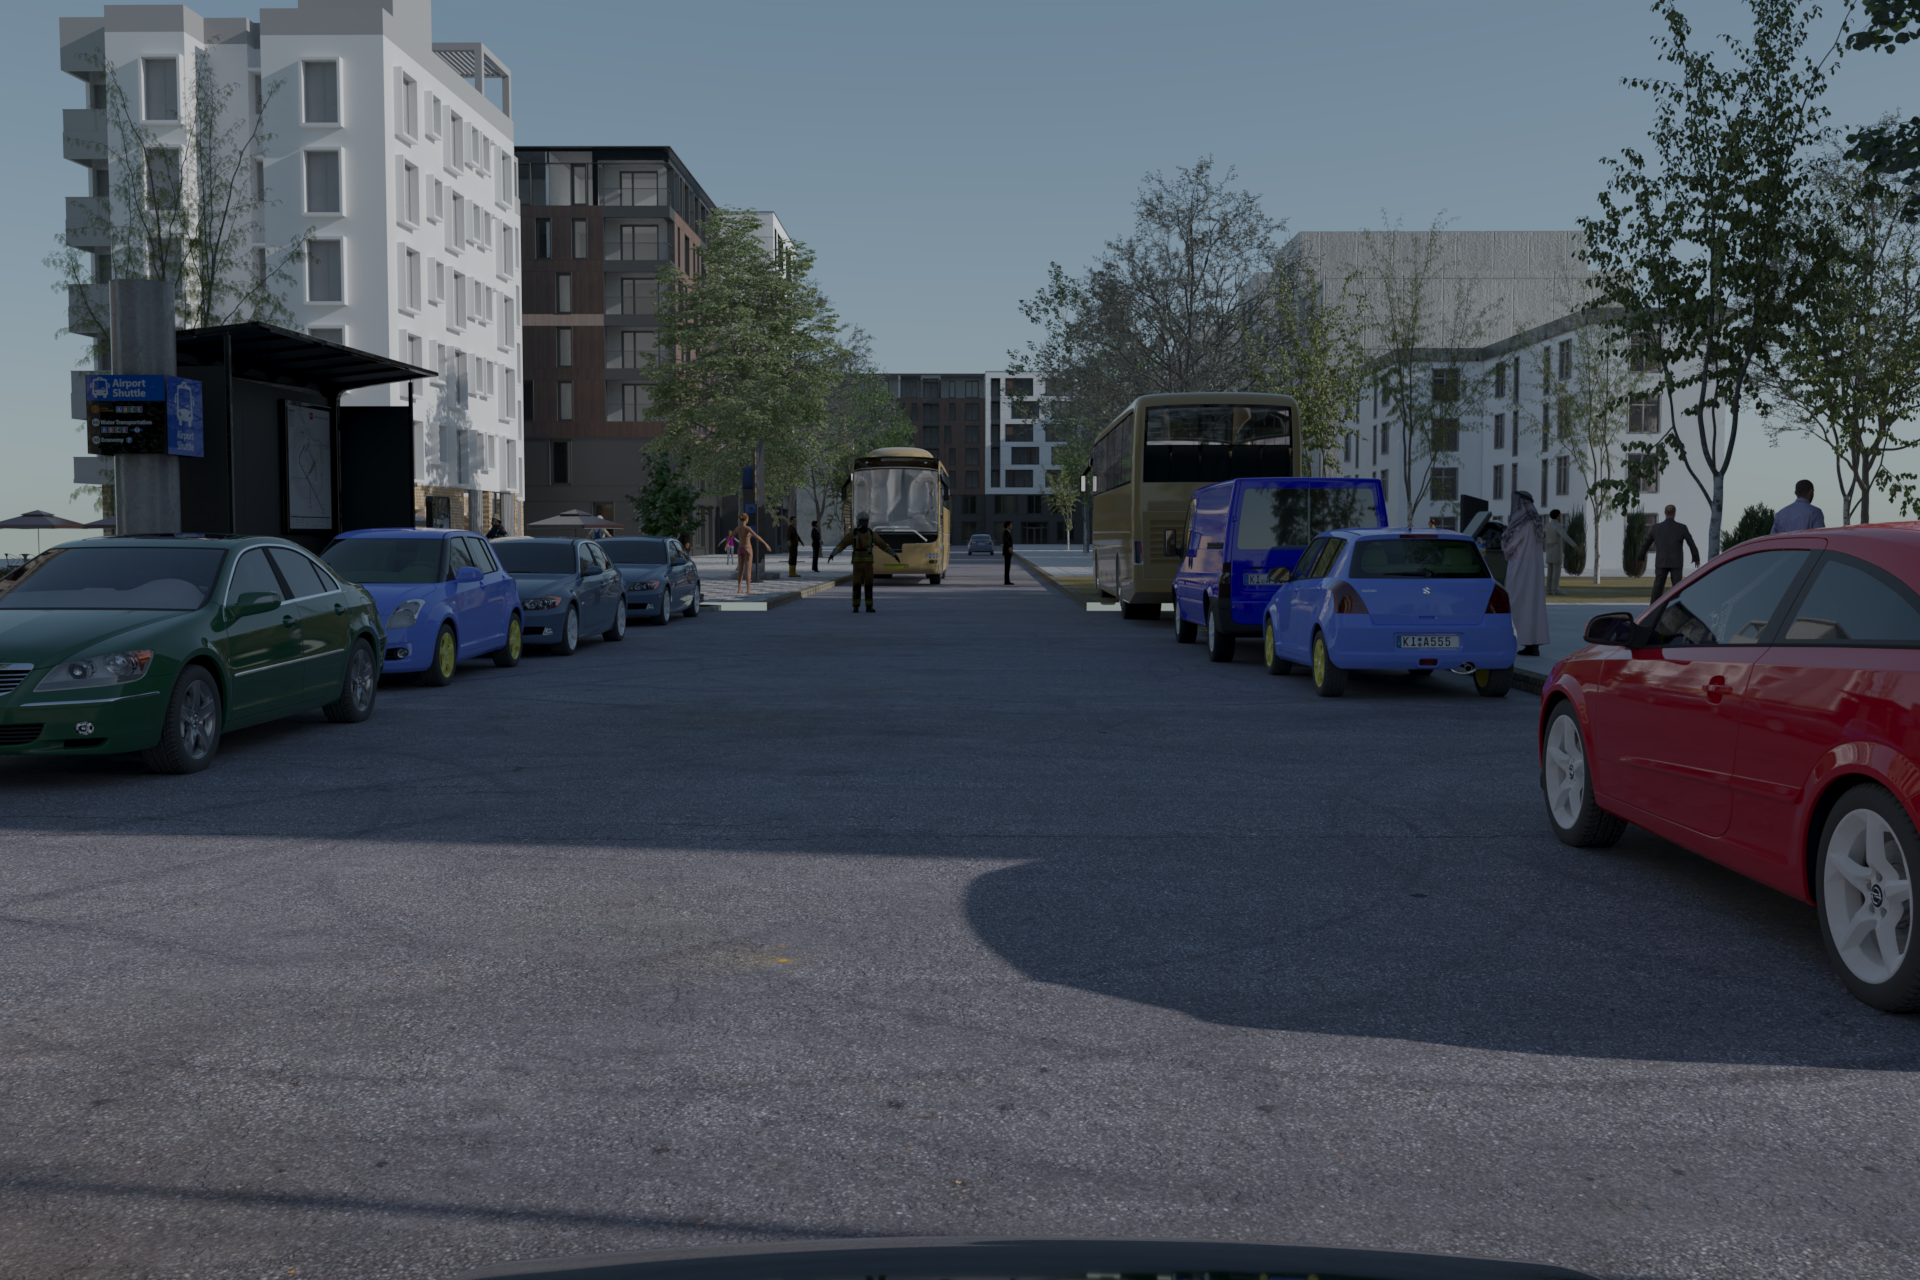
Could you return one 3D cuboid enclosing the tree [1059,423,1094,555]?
[{"bbox_3d":[7.740,-9.460,105.028,4.737,8.622,4.395,0,3,0],"label":"tree"}]

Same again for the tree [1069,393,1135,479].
[{"bbox_3d":[7.505,-8.193,84.320,4.360,8.622,3.978,0,3,0],"label":"tree"}]

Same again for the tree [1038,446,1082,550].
[{"bbox_3d":[8.467,-11.525,138.790,4.737,8.622,4.395,0,3,0],"label":"tree"}]

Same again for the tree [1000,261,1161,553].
[{"bbox_3d":[8.551,-16.125,119.534,12.611,20.169,13.585,0,3,0],"label":"tree"}]

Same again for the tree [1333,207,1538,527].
[{"bbox_3d":[10.167,-5.461,39.656,4.360,8.622,3.978,0,3,0],"label":"tree"}]

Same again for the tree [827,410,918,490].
[{"bbox_3d":[-6.509,-12.735,133.972,9.928,11.665,9.643,0,3,0],"label":"tree"}]

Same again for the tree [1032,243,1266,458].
[{"bbox_3d":[8.207,-9.928,72.699,12.009,13.543,11.850,0,3,0],"label":"tree"}]

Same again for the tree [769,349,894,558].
[{"bbox_3d":[-7.575,-10.298,94.119,9.928,11.665,9.643,0,3,0],"label":"tree"}]

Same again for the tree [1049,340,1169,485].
[{"bbox_3d":[8.395,-10.102,90.918,9.928,11.665,9.643,0,3,0],"label":"tree"}]

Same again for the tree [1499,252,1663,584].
[{"bbox_3d":[16.734,-5.767,44.654,4.360,8.622,3.978,0,3,0],"label":"tree"}]

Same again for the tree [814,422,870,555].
[{"bbox_3d":[-7.377,-9.658,108.273,4.737,8.622,4.395,0,3,0],"label":"tree"}]

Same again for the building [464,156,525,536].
[{"bbox_3d":[-26.988,-13.296,73.810,16.016,20.090,11.380,0,4,1],"label":"building"}]

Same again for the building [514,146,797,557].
[{"bbox_3d":[-25.710,-16.139,107.841,27.936,21.610,32.646,0,4,0],"label":"building"}]

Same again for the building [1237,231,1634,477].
[{"bbox_3d":[28.279,-14.884,109.804,16.747,18.905,31.486,0,4,1],"label":"building"}]

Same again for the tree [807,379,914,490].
[{"bbox_3d":[-6.759,-11.751,117.890,9.928,11.665,9.643,0,3,0],"label":"tree"}]

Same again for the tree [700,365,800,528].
[{"bbox_3d":[-8.062,-7.299,69.699,4.360,8.622,3.978,0,3,0],"label":"tree"}]

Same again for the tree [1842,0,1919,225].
[{"bbox_3d":[10.032,-6.376,10.899,9.857,13.997,8.962,0,3,0],"label":"tree"}]

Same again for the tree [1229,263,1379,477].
[{"bbox_3d":[9.327,-5.861,46.186,4.737,8.622,4.395,0,3,0],"label":"tree"}]

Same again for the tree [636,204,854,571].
[{"bbox_3d":[-7.605,-8.720,60.696,7.486,12.596,7.792,0,3,0],"label":"tree"}]

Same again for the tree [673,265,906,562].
[{"bbox_3d":[-7.679,-10.296,78.710,12.009,13.543,11.850,0,3,0],"label":"tree"}]

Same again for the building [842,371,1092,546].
[{"bbox_3d":[0.848,-23.410,229.182,32.646,21.610,27.936,0,4,-1],"label":"building"}]

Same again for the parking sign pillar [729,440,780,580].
[{"bbox_3d":[-5.845,-3.713,49.182,1.447,3.967,1.447,0,4,2],"label":"parking sign pillar"}]

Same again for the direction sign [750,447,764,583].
[{"bbox_3d":[-5.338,-3.270,45.469,0.379,3.537,0.876,0,4,0],"label":"direction sign"}]

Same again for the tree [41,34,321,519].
[{"bbox_3d":[-11.709,-4.605,25.650,4.360,8.622,3.978,0,3,0],"label":"tree"}]

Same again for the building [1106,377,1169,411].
[{"bbox_3d":[25.925,-20.600,203.268,16.747,18.905,31.486,0,4,1],"label":"building"}]

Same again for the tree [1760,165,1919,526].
[{"bbox_3d":[17.946,-5.158,34.693,4.737,8.622,4.395,0,3,0],"label":"tree"}]

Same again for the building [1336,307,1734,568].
[{"bbox_3d":[24.278,-8.327,78.295,9.099,9.664,28.070,0,4,1],"label":"building"}]

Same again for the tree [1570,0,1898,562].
[{"bbox_3d":[9.716,-4.390,22.135,4.737,8.622,4.395,0,3,0],"label":"tree"}]

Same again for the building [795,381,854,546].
[{"bbox_3d":[-21.908,-22.316,195.799,19.493,23.208,18.063,0,4,0],"label":"building"}]

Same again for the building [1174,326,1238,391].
[{"bbox_3d":[28.724,-17.589,154.043,16.747,18.905,31.486,0,4,1],"label":"building"}]

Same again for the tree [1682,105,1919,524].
[{"bbox_3d":[26.612,-8.584,50.724,12.009,13.543,11.850,0,3,0],"label":"tree"}]

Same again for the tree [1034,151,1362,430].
[{"bbox_3d":[7.517,-8.946,56.636,12.009,13.543,11.850,0,3,0],"label":"tree"}]

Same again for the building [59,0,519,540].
[{"bbox_3d":[-23.170,-12.298,57.485,16.016,20.090,11.380,0,4,1],"label":"building"}]

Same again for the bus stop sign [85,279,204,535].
[{"bbox_3d":[-8.560,-1.788,18.243,0.837,3.901,0.837,0,4,1],"label":"bus stop sign"}]
